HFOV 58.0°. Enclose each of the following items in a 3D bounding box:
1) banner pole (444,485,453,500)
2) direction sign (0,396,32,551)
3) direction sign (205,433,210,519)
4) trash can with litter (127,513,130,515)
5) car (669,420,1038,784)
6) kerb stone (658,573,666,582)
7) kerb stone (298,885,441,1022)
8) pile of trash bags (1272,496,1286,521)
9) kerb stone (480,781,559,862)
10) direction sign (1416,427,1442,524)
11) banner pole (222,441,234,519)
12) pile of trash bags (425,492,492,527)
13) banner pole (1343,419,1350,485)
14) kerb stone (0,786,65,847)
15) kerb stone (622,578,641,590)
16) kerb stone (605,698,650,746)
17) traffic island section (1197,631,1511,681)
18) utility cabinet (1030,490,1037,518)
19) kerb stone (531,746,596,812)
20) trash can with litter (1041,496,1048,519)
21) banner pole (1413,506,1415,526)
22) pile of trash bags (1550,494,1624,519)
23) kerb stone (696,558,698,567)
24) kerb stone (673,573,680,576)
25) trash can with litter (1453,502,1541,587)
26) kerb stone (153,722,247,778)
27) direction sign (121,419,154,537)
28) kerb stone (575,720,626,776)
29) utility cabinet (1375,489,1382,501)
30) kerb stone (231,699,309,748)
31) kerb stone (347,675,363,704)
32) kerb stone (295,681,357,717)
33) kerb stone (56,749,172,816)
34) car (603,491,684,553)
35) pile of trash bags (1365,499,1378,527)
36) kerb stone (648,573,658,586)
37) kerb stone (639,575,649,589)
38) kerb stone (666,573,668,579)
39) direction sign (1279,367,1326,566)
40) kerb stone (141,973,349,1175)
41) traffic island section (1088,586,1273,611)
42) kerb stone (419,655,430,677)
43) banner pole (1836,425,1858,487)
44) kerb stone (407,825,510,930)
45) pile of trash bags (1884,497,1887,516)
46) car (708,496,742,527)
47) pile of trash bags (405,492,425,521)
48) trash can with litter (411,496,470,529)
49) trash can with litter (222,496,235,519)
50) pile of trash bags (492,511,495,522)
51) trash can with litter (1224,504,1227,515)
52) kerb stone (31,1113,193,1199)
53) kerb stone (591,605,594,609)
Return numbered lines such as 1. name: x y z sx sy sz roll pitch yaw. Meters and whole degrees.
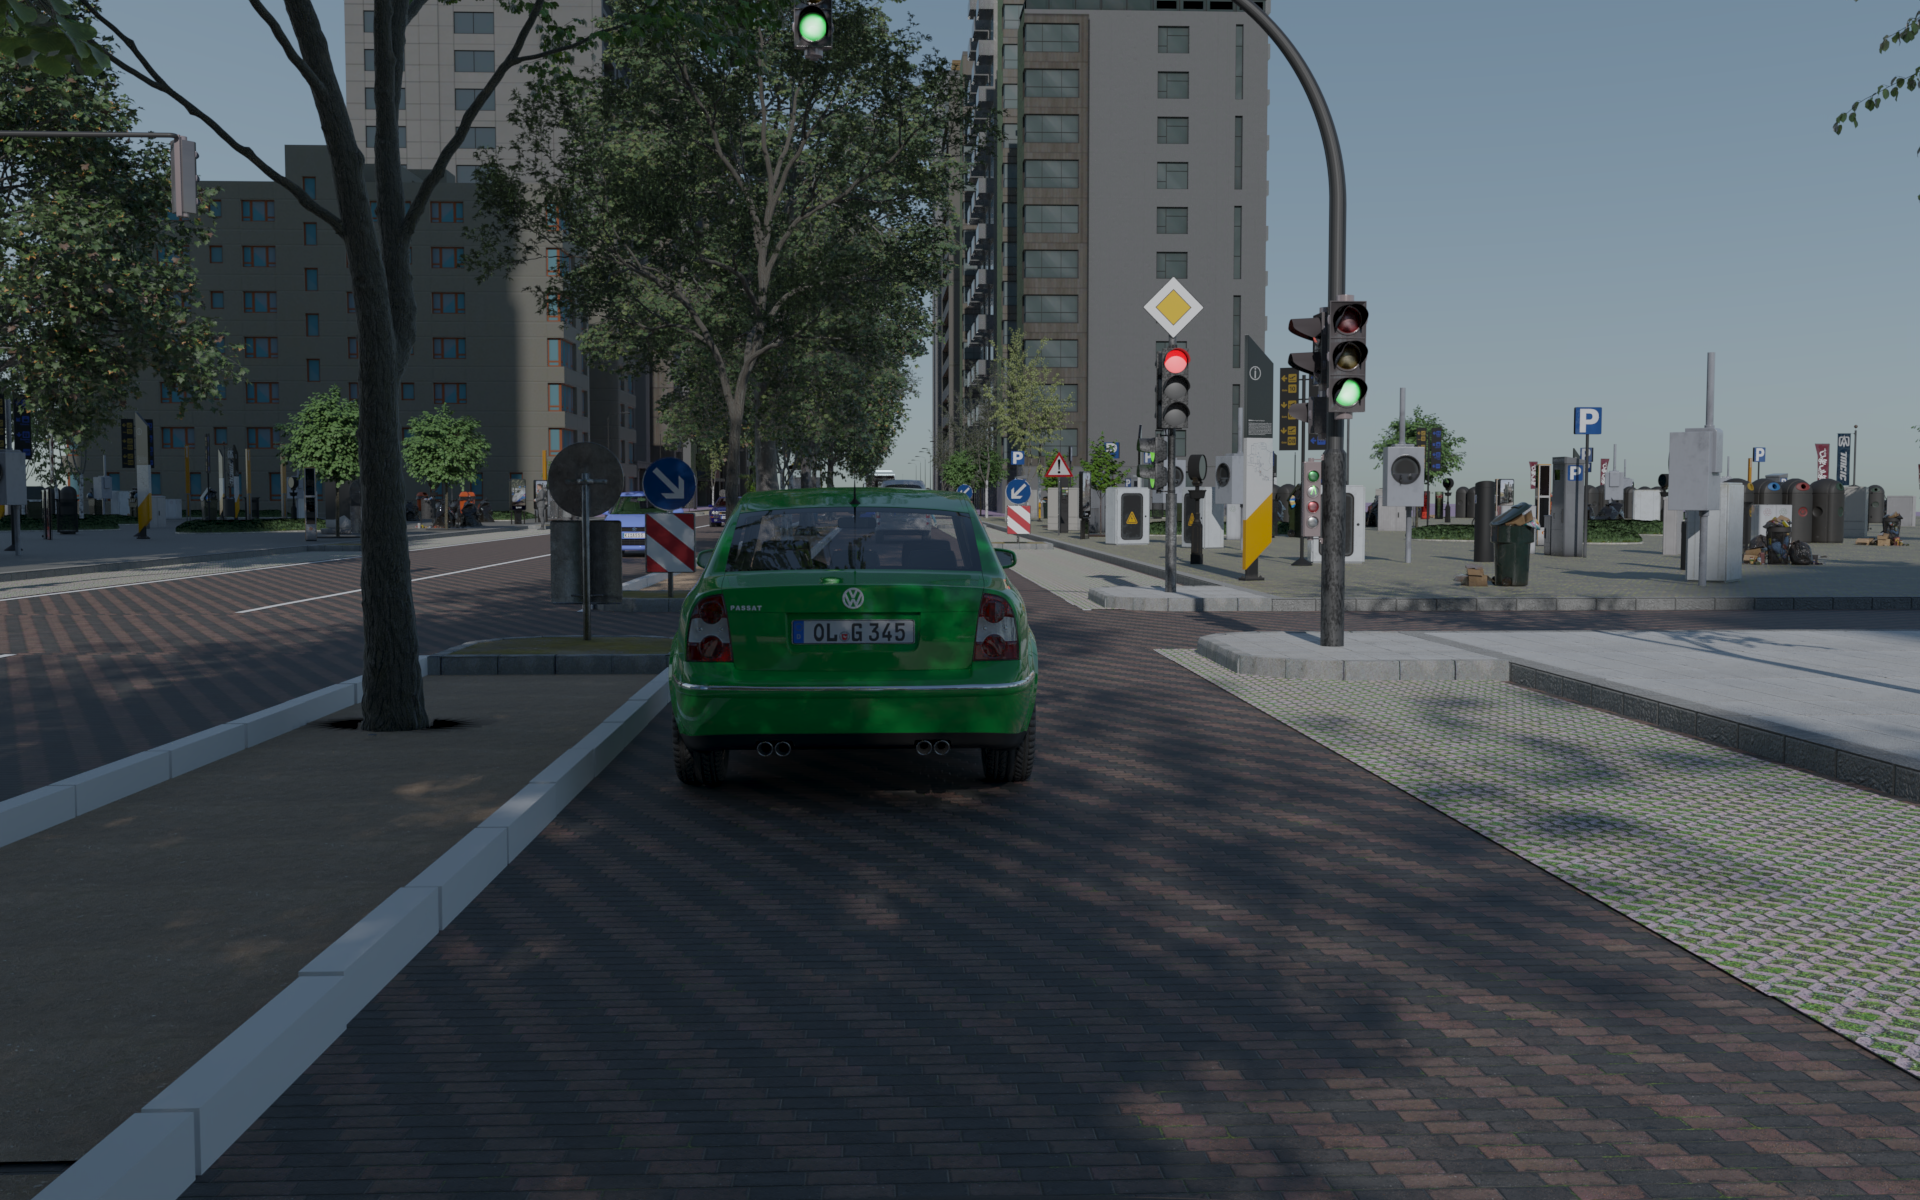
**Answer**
1. banner pole: -24.092 -5.607 81.684 0.401 3.779 0.863 1 4 14
2. direction sign: -21.465 -2.886 39.175 0.876 3.537 0.379 -3 5 -42
3. direction sign: -28.254 -4.471 65.100 0.379 3.537 0.876 -2 4 -32
4. trash can with litter: -41.209 -4.600 86.591 0.624 1.170 1.055 3 5 44
5. car: -0.594 -0.071 9.961 1.959 1.807 4.718 0 4 -3
6. kerb stone: -4.939 -0.364 28.142 0.120 0.150 1.000 0 4 -3
7. kerb stone: -1.740 1.042 5.154 0.120 0.150 1.000 0 4 -3
8. pile of trash bags: 11.338 -3.195 61.992 3.447 1.369 1.912 2 4 28
9. kerb stone: -1.831 0.921 7.200 0.120 0.150 1.000 0 4 -3
10. direction sign: 15.949 -4.098 58.993 0.876 3.537 0.379 0 4 -7
11. banner pole: -34.748 -5.645 82.320 0.401 3.779 0.863 2 4 28
12. pile of trash bags: -20.011 -3.637 69.215 1.912 1.369 3.447 -1 4 -8
13. banner pole: 10.353 -3.482 46.955 0.863 3.779 0.401 -2 4 -35
14. kerb stone: -3.930 0.922 7.119 0.120 0.150 1.000 0 4 -3
15. kerb stone: -4.790 -0.176 25.080 0.120 0.150 1.000 0 4 -3
16. kerb stone: -1.979 0.731 10.277 0.120 0.150 1.000 0 4 -3
17. traffic island section: 3.159 0.466 14.664 2.009 0.180 2.903 0 4 -3
18. utility cabinet: 3.528 -5.100 92.061 1.173 1.500 0.318 3 4 37
19. kerb stone: -1.883 0.855 8.222 0.120 0.150 1.000 0 4 -3
20. trash can with litter: 4.600 -4.830 90.364 0.624 1.170 1.055 1 4 18
21. banner pole: 17.879 -4.824 68.883 0.401 3.779 0.863 -3 5 -39
22. pile of trash bags: 22.195 -3.202 62.102 1.912 1.369 3.447 -3 5 -40
23. kerb stone: -5.286 -0.798 35.315 0.120 0.150 1.000 0 4 -3
24. kerb stone: -5.038 -0.489 30.194 0.120 0.150 1.000 0 4 -3
25. trash can with litter: 7.467 -0.777 24.088 1.055 1.170 0.624 0 4 -5
26. kerb stone: -4.027 0.797 9.161 0.120 0.150 1.000 0 4 -3
27. direction sign: -24.787 -3.686 52.264 0.876 3.537 0.379 -2 4 -26
28. kerb stone: -1.928 0.795 9.247 0.120 0.150 1.000 0 4 -3
29. utility cabinet: 18.140 -3.939 73.085 1.173 1.500 0.318 3 5 39
30. kerb stone: -4.073 0.734 10.195 0.120 0.150 1.000 0 4 -3
31. kerb stone: -4.174 0.609 12.247 0.120 0.150 1.000 0 4 -3
32. kerb stone: -4.136 0.674 11.219 0.120 0.150 1.000 0 4 -3
33. kerb stone: -3.982 0.860 8.140 0.120 0.150 1.000 0 4 -3
34. car: -7.412 -1.895 40.572 1.945 1.707 3.694 0 4 -4
35. pile of trash bags: 15.855 -3.597 68.570 1.912 1.369 3.447 0 4 7
36. kerb stone: -4.886 -0.301 27.121 0.120 0.150 1.000 0 4 -3
37. kerb stone: -4.845 -0.239 26.100 0.120 0.150 1.000 0 4 -3
38. kerb stone: -4.991 -0.423 29.174 0.120 0.150 1.000 0 4 -3
39. direction sign: 6.126 -2.382 30.939 0.876 3.537 0.379 2 4 27
40. kerb stone: -1.679 1.111 4.134 0.120 0.150 1.000 0 4 -3
41. traffic island section: 2.776 -0.022 22.640 2.009 0.180 2.903 0 4 -3
42. kerb stone: -4.230 0.546 13.270 0.120 0.150 1.000 0 4 -3
43. banner pole: 32.107 -4.442 62.645 0.863 3.779 0.401 0 4 5
44. kerb stone: -1.783 0.983 6.178 0.120 0.150 1.000 0 4 -3
45. pile of trash bags: 43.849 -4.490 83.166 1.912 1.369 3.447 2 4 32
46. car: -10.044 -3.896 76.280 1.945 1.354 3.894 0 4 -2
47. pile of trash bags: -26.536 -4.452 82.549 1.912 1.369 3.447 1 4 20
48. trash can with litter: -19.605 -3.314 65.244 2.233 1.210 1.678 -1 4 -23
49. trash can with litter: -31.132 -3.791 73.040 2.233 1.210 1.678 0 4 8
50. pile of trash bags: -22.403 -4.262 79.441 1.912 1.369 3.447 -1 4 -18
51. trash can with litter: 9.113 -2.735 56.108 1.055 1.170 0.624 0 4 1
52. kerb stone: -1.633 1.173 3.113 0.120 0.150 1.000 0 4 -3
53. kerb stone: -4.652 0.011 22.011 0.120 0.150 1.000 0 4 -3
